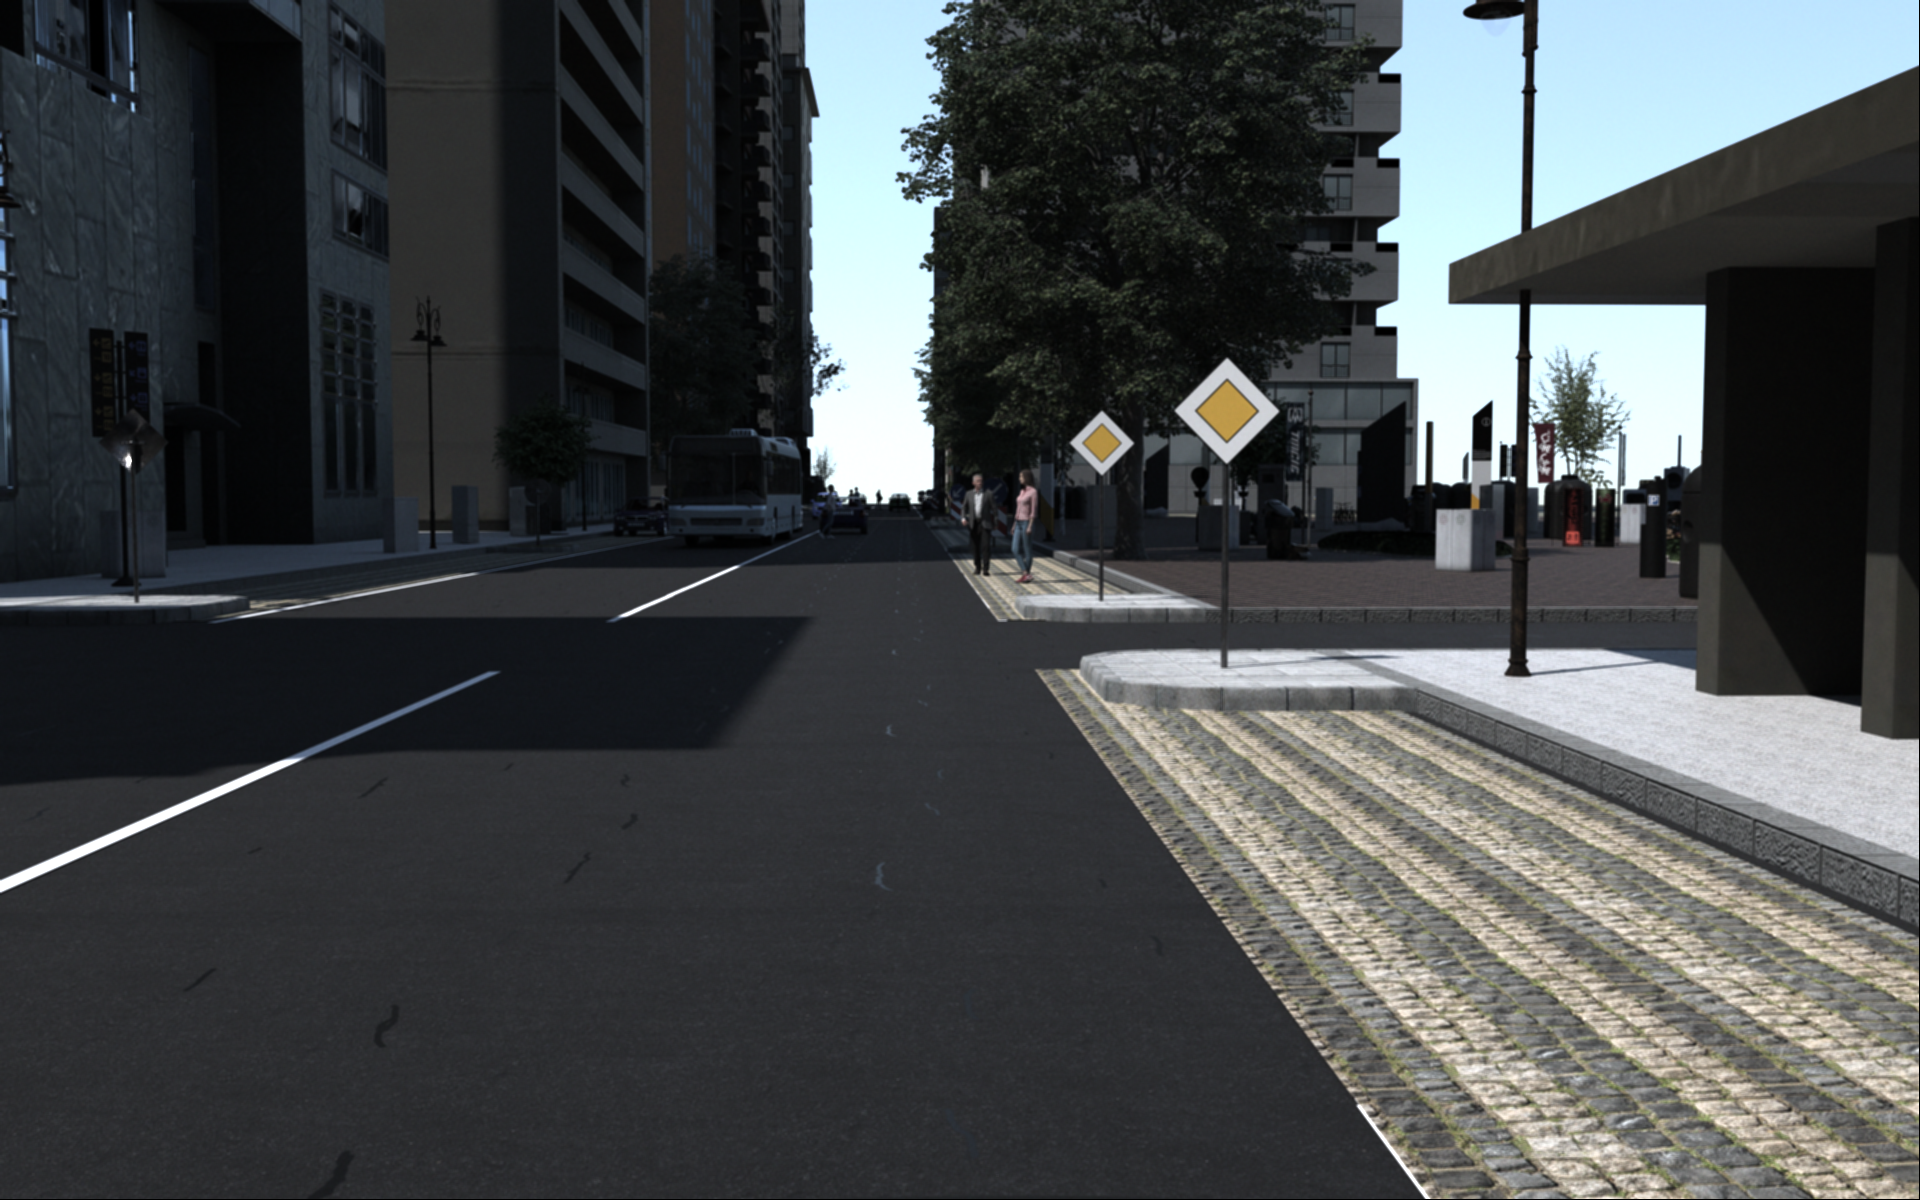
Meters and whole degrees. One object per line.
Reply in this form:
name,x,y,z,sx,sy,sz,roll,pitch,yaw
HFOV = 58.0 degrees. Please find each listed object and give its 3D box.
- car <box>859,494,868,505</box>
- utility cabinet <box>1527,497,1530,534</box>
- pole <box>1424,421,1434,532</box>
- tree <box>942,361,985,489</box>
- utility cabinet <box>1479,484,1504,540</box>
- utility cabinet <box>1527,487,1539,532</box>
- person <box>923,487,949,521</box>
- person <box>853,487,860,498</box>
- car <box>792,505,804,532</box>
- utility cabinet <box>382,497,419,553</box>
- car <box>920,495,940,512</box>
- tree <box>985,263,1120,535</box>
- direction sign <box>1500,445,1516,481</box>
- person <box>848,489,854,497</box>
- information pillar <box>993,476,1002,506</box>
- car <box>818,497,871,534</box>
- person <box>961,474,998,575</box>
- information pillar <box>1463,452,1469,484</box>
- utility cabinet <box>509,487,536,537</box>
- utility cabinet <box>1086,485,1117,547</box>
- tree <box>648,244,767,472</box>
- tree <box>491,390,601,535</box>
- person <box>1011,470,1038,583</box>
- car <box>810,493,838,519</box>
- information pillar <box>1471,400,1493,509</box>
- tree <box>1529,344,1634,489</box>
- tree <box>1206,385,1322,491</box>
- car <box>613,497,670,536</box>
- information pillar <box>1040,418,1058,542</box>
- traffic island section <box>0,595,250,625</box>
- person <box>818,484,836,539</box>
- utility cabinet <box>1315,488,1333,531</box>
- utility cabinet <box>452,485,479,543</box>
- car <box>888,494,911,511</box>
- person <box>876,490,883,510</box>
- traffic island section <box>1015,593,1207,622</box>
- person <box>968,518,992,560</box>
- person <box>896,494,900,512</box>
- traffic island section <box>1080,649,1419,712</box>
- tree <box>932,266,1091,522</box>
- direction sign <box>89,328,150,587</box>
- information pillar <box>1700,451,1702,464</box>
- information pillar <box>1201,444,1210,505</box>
car,-13.376,-13.568,232.064,2.015,1.641,3.980,0,4,-3
utility cabinet,18.166,-2.737,55.916,0.306,1.237,1.020,0,4,8
pole,13.159,-3.348,48.588,0.158,3.312,0.155,0,3,0
tree,1.201,-8.555,90.238,4.360,8.622,3.978,0,3,0
utility cabinet,12.081,-1.879,39.405,0.318,1.500,1.173,2,4,30
utility cabinet,19.137,-3.038,58.354,0.318,1.500,1.173,3,4,36
person,-1.220,-5.097,92.046,0.699,1.804,1.509,-3,5,-42
person,-5.675,-5.325,95.580,0.581,1.822,0.654,-3,5,-44
car,-7.022,-3.308,66.446,2.083,1.381,4.827,0,4,-3
utility cabinet,-12.268,-1.641,37.990,0.306,1.237,1.020,1,4,13
car,-2.152,-7.501,135.229,1.945,1.354,3.894,0,4,-1
tree,3.431,-6.341,54.038,4.360,8.622,3.978,0,3,0
direction sign,25.113,-5.337,79.259,0.876,3.537,0.379,0,4,-8
person,-7.089,-6.281,111.877,0.721,1.739,1.217,3,5,40
information pillar,1.549,-4.106,71.619,0.304,2.012,0.304,-1,4,-16
car,-4.237,-3.101,63.286,1.945,1.354,3.894,0,4,-3
person,0.345,-1.313,30.373,0.661,1.777,0.834,0,4,0
information pillar,27.882,-6.370,95.512,0.504,3.616,0.183,-3,5,-44
utility cabinet,-13.140,-2.649,51.985,0.318,1.500,1.173,-3,5,-40
utility cabinet,3.610,-2.012,41.582,1.173,1.500,0.318,-2,4,-26
tree,-14.825,-11.177,89.403,9.857,13.997,8.962,0,3,0
tree,-13.000,-4.334,54.577,4.285,4.588,4.351,0,3,0
person,1.018,-1.177,27.753,0.388,1.821,0.555,-3,5,-42
car,-7.583,-5.481,99.205,1.945,1.707,3.694,0,4,-3
information pillar,12.950,-3.156,42.952,0.504,3.616,0.183,1,4,14
tree,29.692,-8.189,84.245,4.737,8.622,4.395,0,3,0
tree,9.193,-4.218,52.676,4.285,4.588,4.351,0,3,0
car,-10.747,-2.862,59.382,1.945,1.354,3.894,0,3,0
information pillar,2.370,-3.400,46.952,0.183,3.616,0.504,-3,4,-38
traffic island section,-9.723,0.114,20.414,2.009,0.180,2.903,0,4,-2
person,-4.265,-2.844,55.679,0.598,1.740,0.731,-1,4,-18
utility cabinet,12.694,-3.158,60.314,0.318,1.500,1.173,0,4,-4
utility cabinet,-12.858,-2.224,45.048,0.318,1.500,1.173,-2,4,-35
car,-5.088,-8.409,146.284,1.959,1.807,4.718,0,4,-1
person,-7.291,-9.101,157.169,0.599,1.838,0.709,3,5,43
traffic island section,1.712,0.092,20.777,2.009,0.180,2.903,0,4,-2
person,0.417,-1.754,37.595,0.576,1.772,0.534,1,4,19
person,-4.901,-7.640,136.674,0.557,1.426,1.065,0,4,-7
traffic island section,1.970,0.580,12.796,2.009,0.180,2.903,0,4,-2
tree,2.661,-9.808,78.480,7.486,12.596,7.792,0,3,0
direction sign,-11.639,-1.962,24.072,0.379,3.537,0.876,2,4,28
information pillar,12.656,-1.507,29.126,0.304,2.012,0.304,-1,4,-13
information pillar,10.236,-4.941,72.136,0.183,3.616,0.504,-2,4,-30
